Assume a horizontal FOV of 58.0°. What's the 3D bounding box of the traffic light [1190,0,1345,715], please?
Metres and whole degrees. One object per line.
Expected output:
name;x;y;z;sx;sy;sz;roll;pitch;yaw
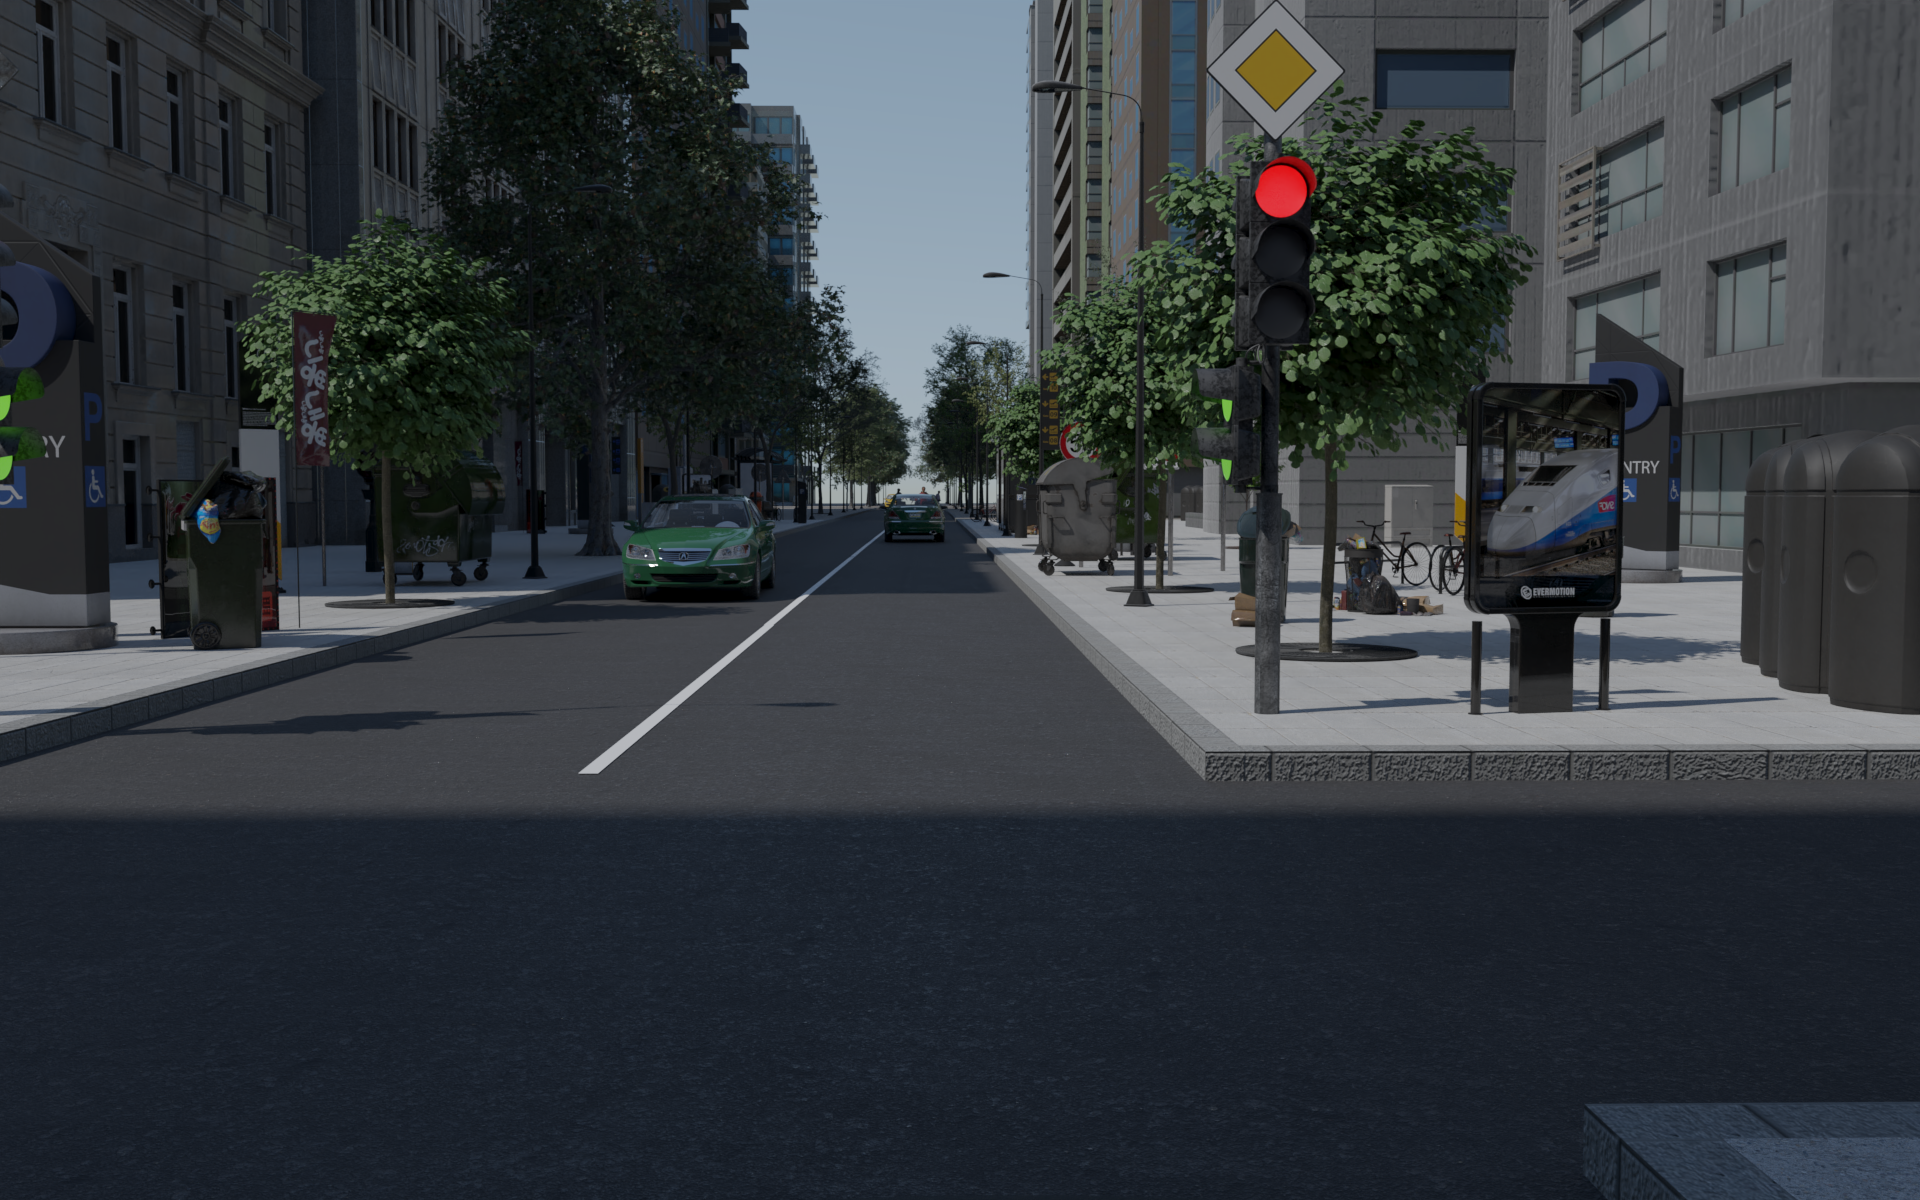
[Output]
traffic light;1.779;-1.291;10.028;0.839;4.253;0.868;0;4;-1

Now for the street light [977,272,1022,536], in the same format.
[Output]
street light;1.174;-3.906;36.397;1.470;5.913;1.316;0;4;-1

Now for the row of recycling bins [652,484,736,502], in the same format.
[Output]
row of recycling bins;-11.071;-3.991;72.362;3.534;1.692;1.069;-1;4;-11

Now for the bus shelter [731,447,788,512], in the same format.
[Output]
bus shelter;-8.897;-5.095;77.230;2.014;3.302;5.546;0;4;-1

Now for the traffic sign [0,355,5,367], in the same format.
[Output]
traffic sign;-7.764;-0.816;13.444;0.768;2.556;0.104;0;4;3

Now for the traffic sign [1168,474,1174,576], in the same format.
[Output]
traffic sign;3.298;-1.650;27.083;0.768;2.556;0.104;0;4;7

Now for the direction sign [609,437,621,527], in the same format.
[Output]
direction sign;-13.813;-4.666;68.285;0.876;3.537;0.379;0;4;-8

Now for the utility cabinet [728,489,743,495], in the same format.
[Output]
utility cabinet;-9.024;-3.729;69.643;0.318;1.500;1.173;0;4;7

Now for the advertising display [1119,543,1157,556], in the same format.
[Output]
advertising display;3.741;-1.893;36.161;0.974;1.923;0.123;-2;4;-25

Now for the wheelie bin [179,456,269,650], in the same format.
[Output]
wheelie bin;-6.168;-0.406;14.549;0.693;1.594;0.980;-2;4;-26

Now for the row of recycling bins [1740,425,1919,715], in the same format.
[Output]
row of recycling bins;5.995;-0.279;11.681;1.069;1.692;3.534;1;4;14

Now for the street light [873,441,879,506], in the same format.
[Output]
street light;-8.152;-11.026;152.809;1.470;5.913;1.316;0;4;-1

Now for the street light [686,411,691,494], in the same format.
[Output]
street light;-6.306;-4.346;43.596;1.470;5.913;1.316;0;4;-1

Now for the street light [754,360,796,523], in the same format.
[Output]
street light;-6.541;-5.339;59.838;1.470;5.913;1.316;0;4;-1

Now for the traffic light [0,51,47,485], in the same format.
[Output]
traffic light;-5.731;-1.282;9.880;0.839;4.253;0.868;0;4;-1

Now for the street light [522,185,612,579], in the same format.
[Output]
street light;-5.918;-3.279;26.145;1.470;5.913;1.316;0;4;-1

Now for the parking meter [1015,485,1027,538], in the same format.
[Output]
parking meter;1.774;-2.566;50.363;0.372;1.533;0.369;0;3;0

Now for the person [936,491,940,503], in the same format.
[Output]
person;-1.693;-7.801;136.984;0.436;1.711;0.756;3;5;39

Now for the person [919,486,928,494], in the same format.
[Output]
person;-1.890;-4.997;90.144;1.348;1.831;0.705;0;4;-4

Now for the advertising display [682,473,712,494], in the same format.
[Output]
advertising display;-8.220;-2.996;54.206;0.974;1.923;0.123;-2;4;-31

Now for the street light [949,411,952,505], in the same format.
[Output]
street light;0.305;-6.886;85.121;1.470;5.913;1.316;0;4;-1

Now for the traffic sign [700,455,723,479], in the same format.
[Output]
traffic sign;-8.206;-3.485;57.082;0.768;2.556;0.104;0;4;4

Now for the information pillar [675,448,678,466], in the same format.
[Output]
information pillar;-13.890;-5.715;84.802;0.183;3.616;0.504;-1;4;-17

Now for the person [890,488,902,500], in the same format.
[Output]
person;-4.578;-7.419;129.427;1.348;1.869;0.705;0;4;6

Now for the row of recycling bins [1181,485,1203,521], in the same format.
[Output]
row of recycling bins;11.419;-4.541;81.358;1.069;1.692;3.534;-1;4;-21

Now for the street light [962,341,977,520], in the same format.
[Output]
street light;0.895;-4.899;52.639;1.470;5.913;1.316;0;4;-1

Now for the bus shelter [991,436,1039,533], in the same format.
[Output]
bus shelter;2.208;-5.091;60.876;2.179;5.291;8.768;0;4;-1

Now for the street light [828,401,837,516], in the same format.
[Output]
street light;-6.883;-6.982;86.693;1.470;5.913;1.316;0;4;-1

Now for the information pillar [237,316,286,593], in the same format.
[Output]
information pillar;-8.974;-1.888;22.219;0.504;3.616;0.183;-3;4;-39

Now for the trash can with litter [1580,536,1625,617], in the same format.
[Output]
trash can with litter;6.454;-0.422;18.293;0.624;1.170;1.055;-2;4;-32

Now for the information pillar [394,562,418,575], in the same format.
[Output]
information pillar;-8.791;-1.404;27.451;0.304;2.012;0.304;0;4;0

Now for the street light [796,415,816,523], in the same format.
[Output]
street light;-6.788;-6.416;77.448;1.470;5.913;1.316;0;4;-1

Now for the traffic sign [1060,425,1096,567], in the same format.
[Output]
traffic sign;2.119;-1.842;30.224;0.768;2.556;0.104;0;4;5

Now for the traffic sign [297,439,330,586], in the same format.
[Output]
traffic sign;-8.854;-1.400;24.068;0.795;2.450;0.064;0;4;7

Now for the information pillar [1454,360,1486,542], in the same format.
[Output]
information pillar;8.816;-2.357;29.891;0.504;3.616;0.183;1;4;11

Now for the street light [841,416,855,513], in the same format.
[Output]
street light;-7.214;-8.012;103.542;1.470;5.913;1.316;0;4;-1

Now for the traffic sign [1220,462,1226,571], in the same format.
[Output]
traffic sign;4.377;-1.753;28.760;0.768;2.556;0.104;0;4;3

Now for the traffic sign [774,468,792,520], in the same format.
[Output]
traffic sign;-8.737;-5.226;85.443;0.884;2.594;0.081;0;4;6

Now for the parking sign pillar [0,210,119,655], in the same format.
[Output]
parking sign pillar;-7.832;-1.583;14.348;1.447;3.967;1.447;0;4;-1

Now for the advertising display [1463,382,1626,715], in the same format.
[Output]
advertising display;3.417;-0.301;10.135;0.974;1.923;0.123;-1;4;-14

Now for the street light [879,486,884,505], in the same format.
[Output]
street light;-8.369;-12.072;169.914;1.470;5.913;1.316;0;4;-1

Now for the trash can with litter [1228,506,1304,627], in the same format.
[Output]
trash can with litter;3.004;-0.347;17.062;0.624;1.170;1.055;1;4;19

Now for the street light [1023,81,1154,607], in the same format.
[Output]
street light;1.507;-2.881;19.646;1.470;5.913;1.316;0;4;-1

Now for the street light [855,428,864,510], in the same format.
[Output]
street light;-7.537;-9.031;120.192;1.470;5.913;1.316;0;4;-1

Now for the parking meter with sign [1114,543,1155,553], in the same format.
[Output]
parking meter with sign;3.710;-2.580;38.436;0.543;3.016;1.738;-2;4;-32

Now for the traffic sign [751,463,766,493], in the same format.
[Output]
traffic sign;-8.304;-4.389;71.860;0.768;2.556;0.104;1;4;9

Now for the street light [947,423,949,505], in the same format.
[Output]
street light;0.146;-7.553;96.035;1.470;5.913;1.316;0;4;-1

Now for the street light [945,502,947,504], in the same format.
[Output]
street light;-0.120;-8.547;112.276;1.470;5.913;1.316;0;4;-1

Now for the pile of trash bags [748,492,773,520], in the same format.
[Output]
pile of trash bags;-7.712;-3.242;62.766;1.912;1.369;3.447;-1;4;-21

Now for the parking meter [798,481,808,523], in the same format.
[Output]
parking meter;-6.869;-4.278;75.648;0.399;1.863;0.255;0;4;1

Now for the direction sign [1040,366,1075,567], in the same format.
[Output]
direction sign;1.862;-2.369;30.724;0.876;3.537;0.379;0;4;-3

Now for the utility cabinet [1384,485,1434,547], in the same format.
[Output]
utility cabinet;10.791;-2.014;41.608;1.173;1.500;0.318;-1;4;-20

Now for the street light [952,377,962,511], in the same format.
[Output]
street light;0.542;-5.892;68.879;1.470;5.913;1.316;0;4;-1

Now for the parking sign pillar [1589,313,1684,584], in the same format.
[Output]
parking sign pillar;9.857;-2.257;25.381;1.447;3.967;1.447;-3;5;-42

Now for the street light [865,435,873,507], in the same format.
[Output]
street light;-7.790;-10.024;136.434;1.470;5.913;1.316;0;4;-1

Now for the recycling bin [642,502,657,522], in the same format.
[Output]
recycling bin;-9.101;-2.424;52.192;0.722;1.027;0.722;-3;5;-42
